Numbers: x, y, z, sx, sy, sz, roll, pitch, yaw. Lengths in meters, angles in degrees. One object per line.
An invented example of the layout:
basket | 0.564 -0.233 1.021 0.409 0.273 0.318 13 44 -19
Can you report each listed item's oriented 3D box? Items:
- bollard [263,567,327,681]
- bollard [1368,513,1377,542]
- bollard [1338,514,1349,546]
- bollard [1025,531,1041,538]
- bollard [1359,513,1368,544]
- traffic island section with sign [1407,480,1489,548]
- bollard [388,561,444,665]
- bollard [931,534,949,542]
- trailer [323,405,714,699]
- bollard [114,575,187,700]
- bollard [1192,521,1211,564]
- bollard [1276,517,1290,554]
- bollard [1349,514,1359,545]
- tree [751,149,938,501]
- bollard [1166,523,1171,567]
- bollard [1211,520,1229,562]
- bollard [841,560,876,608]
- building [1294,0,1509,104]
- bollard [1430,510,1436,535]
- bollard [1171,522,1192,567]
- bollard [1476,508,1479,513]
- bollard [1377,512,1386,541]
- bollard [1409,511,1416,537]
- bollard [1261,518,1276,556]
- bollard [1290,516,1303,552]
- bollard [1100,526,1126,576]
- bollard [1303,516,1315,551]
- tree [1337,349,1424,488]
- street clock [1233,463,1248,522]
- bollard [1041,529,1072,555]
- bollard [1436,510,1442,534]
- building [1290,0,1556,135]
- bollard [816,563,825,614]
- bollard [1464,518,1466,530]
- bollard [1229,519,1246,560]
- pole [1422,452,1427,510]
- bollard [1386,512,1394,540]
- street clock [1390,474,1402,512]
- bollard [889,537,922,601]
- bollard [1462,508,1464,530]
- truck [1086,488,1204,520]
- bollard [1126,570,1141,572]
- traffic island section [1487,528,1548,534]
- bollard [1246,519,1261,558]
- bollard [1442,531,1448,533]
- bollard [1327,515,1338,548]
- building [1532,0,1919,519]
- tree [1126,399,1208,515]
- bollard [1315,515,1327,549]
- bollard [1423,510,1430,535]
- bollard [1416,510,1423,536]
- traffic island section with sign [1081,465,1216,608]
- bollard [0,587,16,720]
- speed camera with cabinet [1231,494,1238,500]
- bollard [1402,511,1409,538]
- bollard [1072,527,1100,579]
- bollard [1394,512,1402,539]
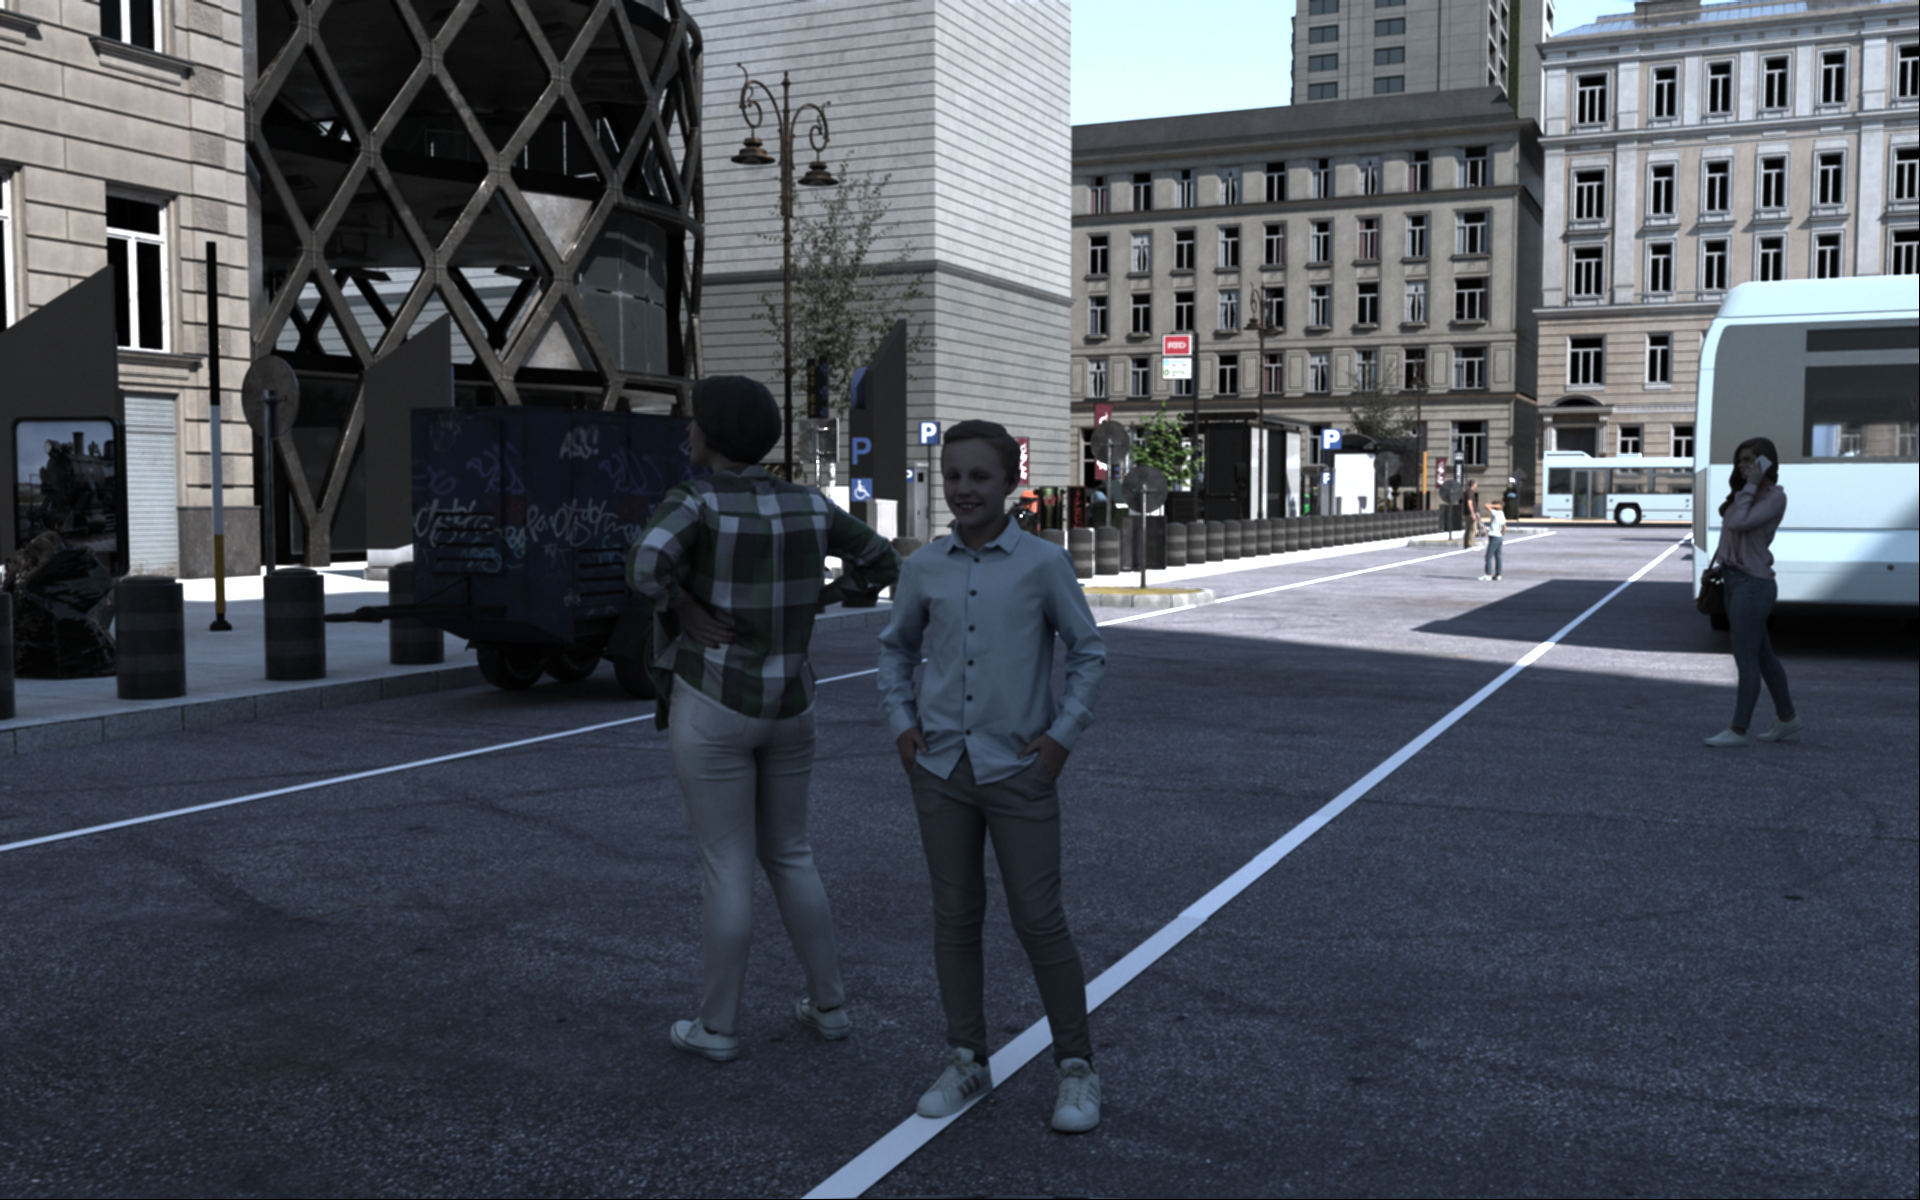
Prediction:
bollard | -4.633 0.162 12.065 0.404 0.777 0.398 0 3 0
bollard | 10.801 -1.923 46.152 0.404 0.777 0.398 0 3 0
bollard | 9.305 -1.721 42.855 0.404 0.777 0.398 0 3 0
bollard | 0.835 -0.576 24.139 0.404 0.777 0.398 0 3 0
bollard | 10.303 -1.856 45.058 0.404 0.777 0.398 0 3 0
traffic island section with sign | 13.418 -2.370 47.375 1.989 1.847 2.006 2 4 24
bollard | -4.134 0.095 13.169 0.404 0.777 0.398 0 3 0
bollard | -0.163 -0.442 21.940 0.404 0.777 0.398 0 3 0
trailer | -2.898 -0.303 12.007 1.471 1.999 3.904 2 4 26
bollard | -5.127 0.229 10.969 0.404 0.777 0.398 0 3 0
bollard | 4.313 -1.046 31.813 0.404 0.777 0.398 0 3 0
bollard | 6.805 -1.383 37.325 0.404 0.777 0.398 0 3 0
bollard | 9.803 -1.788 43.949 0.404 0.777 0.398 0 3 0
tree | -2.729 -5.364 38.071 4.360 8.622 3.978 0 3 0
bollard | 3.318 -0.912 29.621 0.404 0.777 0.398 0 3 0
bollard | 4.816 -1.114 32.927 0.404 0.777 0.398 0 3 0
bollard | -1.154 -0.307 19.744 0.404 0.777 0.398 0 3 0
building | 46.222 -45.047 174.772 20.563 71.187 20.611 2 4 24
bollard | 14.769 -2.459 54.916 0.404 0.777 0.398 0 3 0
bollard | 3.813 -0.979 30.716 0.404 0.777 0.398 0 3 0
bollard | 18.742 -2.995 63.691 0.404 0.777 0.398 0 3 0
bollard | 11.299 -1.990 47.246 0.404 0.777 0.398 0 3 0
bollard | 13.279 -2.258 51.627 0.404 0.777 0.398 0 3 0
bollard | 6.302 -1.315 36.223 0.404 0.777 0.398 0 3 0
bollard | 7.299 -1.450 38.420 0.404 0.777 0.398 0 3 0
bollard | 2.325 -0.778 27.432 0.404 0.777 0.398 0 3 0
bollard | 7.804 -1.518 39.532 0.404 0.777 0.398 0 3 0
tree | 21.490 -8.461 88.694 4.360 8.622 3.978 0 3 0
street clock | 6.506 -2.182 40.238 0.358 2.002 0.471 0 4 3
bollard | 1.334 -0.643 25.233 0.404 0.777 0.398 0 3 0
bollard | 15.264 -2.526 56.011 0.404 0.777 0.398 0 3 0
building | 52.647 -40.196 199.208 28.212 58.520 21.231 2 4 24
bollard | -1.653 -0.241 18.651 0.404 0.777 0.398 0 3 0
bollard | 17.751 -2.861 61.500 0.404 0.777 0.398 0 3 0
bollard | 5.312 -1.181 34.024 0.404 0.777 0.398 0 3 0
pole | 22.246 -5.453 82.996 0.158 3.312 0.155 0 3 0
bollard | 11.797 -2.056 48.340 0.404 0.777 0.398 0 3 0
street clock | 15.719 -3.546 62.551 0.358 2.002 0.471 3 5 43
bollard | -0.656 -0.375 20.844 0.404 0.777 0.398 0 3 0
bollard | 17.253 -2.794 60.407 0.404 0.777 0.398 0 3 0
truck | 8.848 -5.675 82.550 18.799 4.110 2.967 1 4 23
bollard | 2.822 -0.845 28.526 0.404 0.777 0.398 0 3 0
traffic island section | 20.655 -2.564 64.204 2.009 0.180 2.903 2 4 24
bollard | 5.807 -1.248 35.128 0.404 0.777 0.398 0 3 0
bollard | 15.761 -2.593 57.106 0.404 0.777 0.398 0 3 0
bollard | 8.803 -1.653 41.739 0.404 0.777 0.398 0 3 0
building | 41.492 -18.702 91.676 20.117 28.700 13.634 2 4 24
tree | 4.252 -2.501 35.489 1.663 3.219 1.824 0 3 0
bollard | 8.307 -1.586 40.644 0.404 0.777 0.398 0 3 0
bollard | 14.273 -2.392 53.821 0.404 0.777 0.398 0 3 0
bollard | 13.775 -2.324 52.722 0.404 0.777 0.398 0 3 0
traffic island section with sign | 2.289 -0.868 22.815 1.989 1.847 2.006 2 4 24
bollard | -5.624 0.296 9.874 0.404 0.777 0.398 0 3 0
speed camera with cabinet | 13.440 -5.620 86.230 0.660 3.252 2.038 0 4 -2
bollard | 12.787 -2.190 50.531 0.404 0.777 0.398 0 3 0
bollard | 1.826 -0.710 26.329 0.404 0.777 0.398 0 3 0
bollard | 12.290 -2.123 49.436 0.404 0.777 0.398 0 3 0
